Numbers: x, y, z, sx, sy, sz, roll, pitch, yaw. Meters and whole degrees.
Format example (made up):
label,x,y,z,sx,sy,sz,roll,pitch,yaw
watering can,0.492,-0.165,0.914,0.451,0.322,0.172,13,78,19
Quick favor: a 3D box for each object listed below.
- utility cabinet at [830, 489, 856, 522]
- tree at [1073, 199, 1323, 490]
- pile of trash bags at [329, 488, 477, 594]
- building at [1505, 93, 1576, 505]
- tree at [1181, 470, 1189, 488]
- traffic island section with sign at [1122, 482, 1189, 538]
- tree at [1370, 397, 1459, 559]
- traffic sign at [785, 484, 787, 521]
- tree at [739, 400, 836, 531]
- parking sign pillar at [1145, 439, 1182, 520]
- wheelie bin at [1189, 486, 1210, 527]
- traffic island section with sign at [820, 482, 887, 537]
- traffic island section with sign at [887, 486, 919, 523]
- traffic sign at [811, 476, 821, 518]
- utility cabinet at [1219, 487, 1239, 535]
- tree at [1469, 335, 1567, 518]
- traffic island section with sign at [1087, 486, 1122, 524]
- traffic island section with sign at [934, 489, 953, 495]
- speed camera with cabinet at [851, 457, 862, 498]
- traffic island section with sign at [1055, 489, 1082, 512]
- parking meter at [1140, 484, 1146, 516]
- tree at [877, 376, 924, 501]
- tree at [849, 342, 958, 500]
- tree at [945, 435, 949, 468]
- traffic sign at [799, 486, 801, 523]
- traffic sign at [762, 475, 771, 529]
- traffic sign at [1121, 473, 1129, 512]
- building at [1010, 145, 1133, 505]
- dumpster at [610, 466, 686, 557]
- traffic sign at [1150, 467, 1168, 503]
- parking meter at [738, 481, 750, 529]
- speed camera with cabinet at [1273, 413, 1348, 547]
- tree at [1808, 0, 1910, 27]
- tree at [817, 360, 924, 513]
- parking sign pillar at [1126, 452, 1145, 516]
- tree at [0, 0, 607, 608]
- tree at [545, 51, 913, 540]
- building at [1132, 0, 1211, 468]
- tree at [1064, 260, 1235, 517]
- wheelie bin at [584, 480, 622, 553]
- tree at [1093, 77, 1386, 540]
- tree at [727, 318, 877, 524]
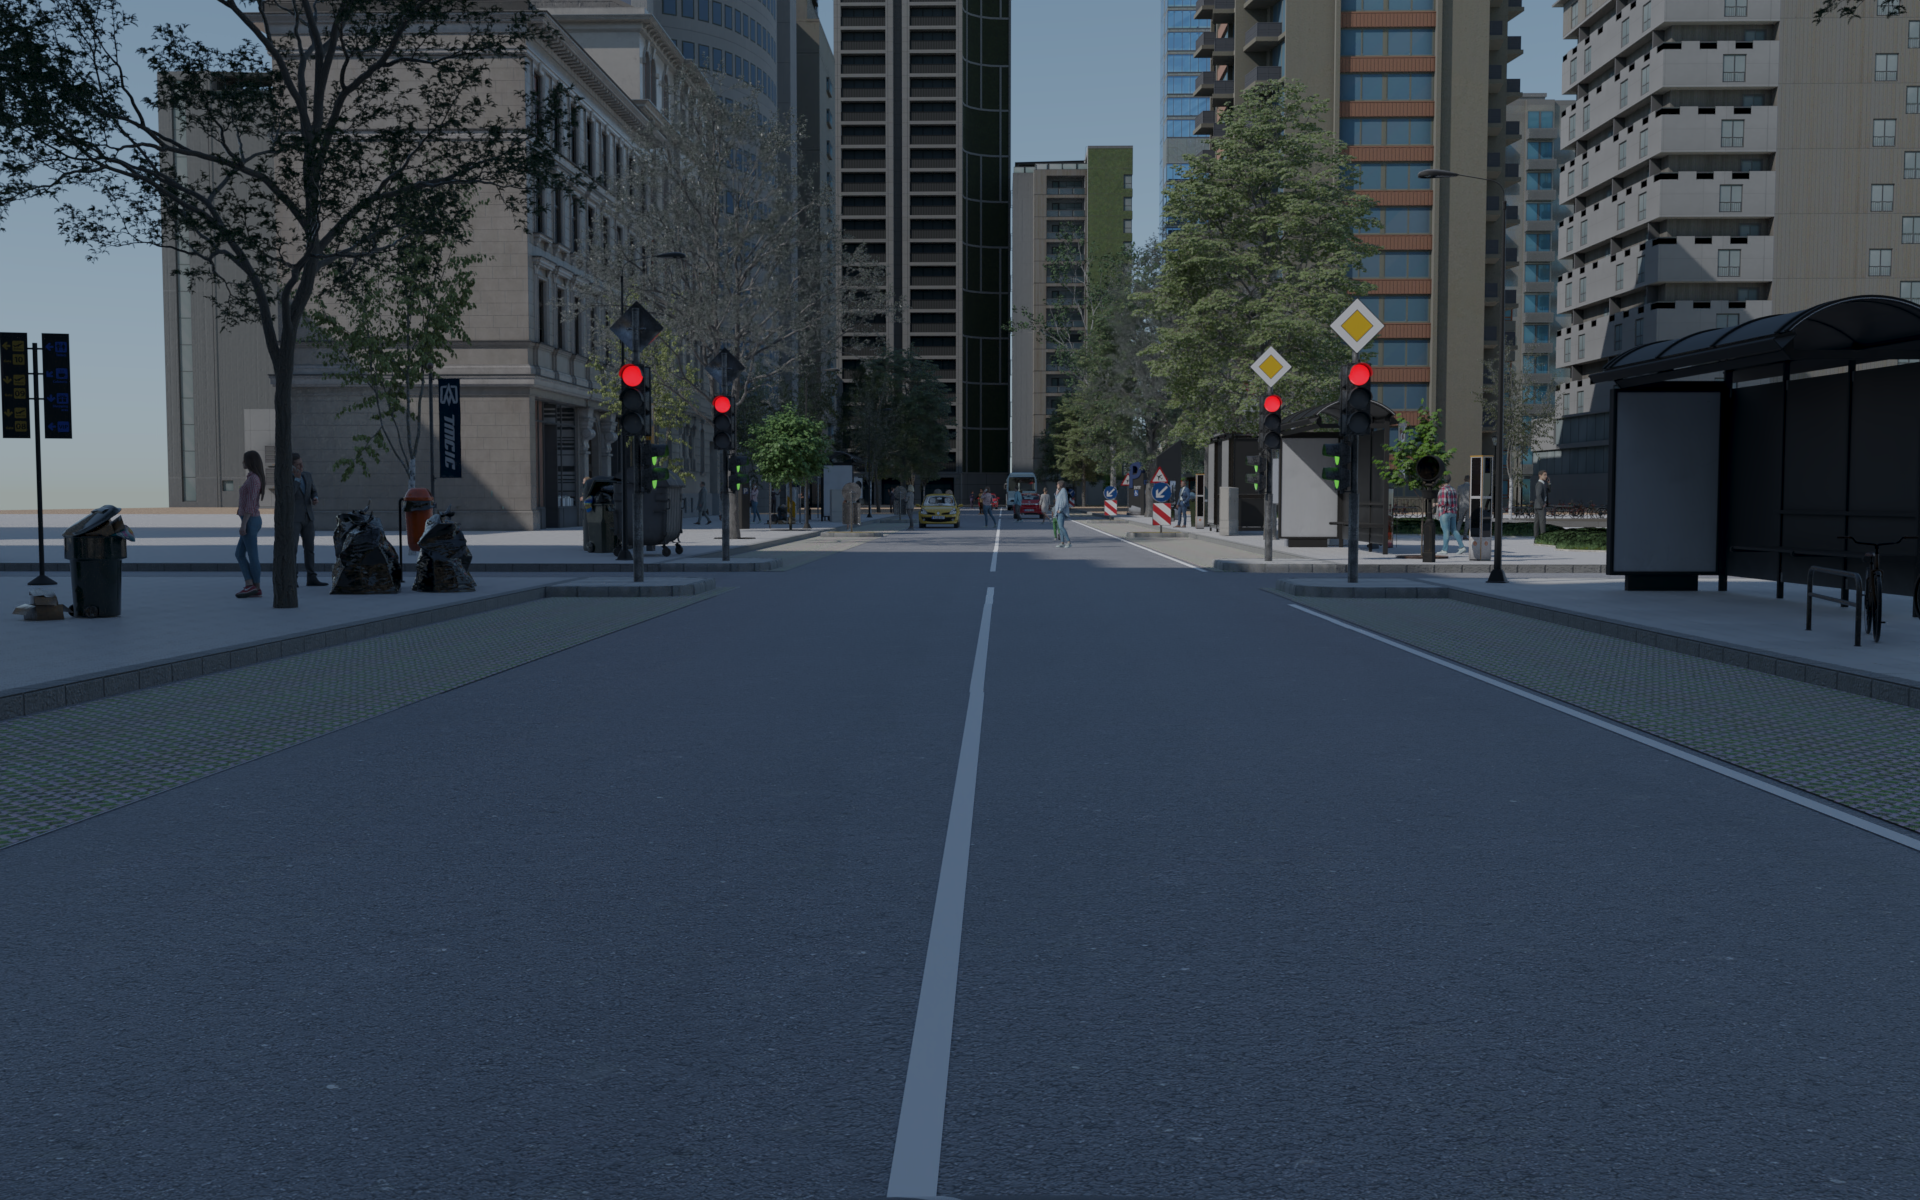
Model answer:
label,x,y,z,sx,sy,sz,roll,pitch,yaw
utility cabinet,-5.317,-4.283,78.699,1.173,1.500,0.318,-1,4,-22
tree,10.210,-9.819,70.909,12.009,13.543,11.850,0,3,0
pile of trash bags,-7.582,-0.859,23.803,1.912,1.369,3.447,-1,4,-13
building,66.696,-36.089,209.661,30.456,49.044,23.786,0,4,1
tree,13.161,-6.839,106.419,1.663,3.219,1.824,0,3,0
traffic island section with sign,6.534,-3.000,57.670,1.989,1.847,2.006,0,4,1
tree,9.283,-2.450,34.655,1.663,3.219,1.824,0,3,0
traffic sign,-7.657,-4.659,76.280,0.768,2.556,0.104,0,4,3
tree,-6.057,-4.724,60.946,4.285,4.588,4.351,0,3,0
parking sign pillar,10.193,-5.913,85.156,1.447,3.967,1.447,-1,4,-18
wheelie bin,9.332,-3.650,67.581,0.980,1.594,0.693,-2,4,-35
traffic island section with sign,-3.588,-3.016,57.932,1.989,1.847,2.006,0,4,1
traffic island section with sign,-2.895,-4.696,85.412,1.989,1.847,2.006,0,4,1
traffic sign,-7.513,-5.595,91.578,0.768,2.556,0.104,0,4,5
utility cabinet,8.305,-2.734,53.384,0.318,1.500,1.173,1,4,23
tree,26.005,-7.977,80.793,4.360,8.622,3.978,0,3,0
traffic island section with sign,7.201,-4.648,84.617,1.989,1.847,2.006,0,4,1
traffic island section with sign,-1.654,-7.754,135.402,1.989,1.847,2.006,0,4,1
speed camera with cabinet,-6.103,-6.022,92.789,0.660,3.252,2.038,3,4,39
traffic island section with sign,8.458,-7.717,134.802,1.989,1.847,2.006,0,4,1
parking meter,10.909,-5.940,102.837,0.255,1.863,0.399,2,4,32
tree,-5.289,-9.439,104.683,4.360,8.622,3.978,0,3,0
tree,-4.773,-14.507,143.839,9.857,13.997,8.962,0,3,0
tree,-3.295,-13.316,168.082,4.360,8.622,3.978,0,3,0
traffic sign,-7.137,-4.717,77.223,0.768,2.556,0.104,1,4,9
traffic sign,-7.075,-3.936,64.467,0.768,2.556,0.104,1,4,9
traffic sign,10.295,-6.493,106.161,0.884,2.594,0.081,1,4,8
building,13.101,-31.968,206.276,14.086,41.232,14.154,0,4,1
dumpster,-6.493,-1.853,36.056,1.264,1.857,1.865,0,4,2
traffic sign,9.436,-5.010,81.925,0.884,2.594,0.081,1,4,9
parking meter,-7.896,-3.527,63.377,0.399,1.863,0.255,-3,4,-38
speed camera with cabinet,8.741,-2.953,42.613,2.038,3.252,0.660,-1,4,-14
tree,8.071,-4.595,9.549,7.601,10.594,8.767,-3,5,-40
tree,-5.857,-11.228,117.994,7.601,10.594,8.767,1,4,17
parking sign pillar,10.744,-7.075,104.150,1.447,3.967,1.447,-3,4,-36
tree,-7.683,-5.167,18.900,8.767,10.594,7.601,0,4,6
tree,-6.591,-8.483,49.059,12.009,13.543,11.850,0,3,0
building,35.945,-54.759,207.974,31.000,86.520,22.319,0,4,1
tree,10.645,-11.551,95.522,9.857,13.997,8.962,0,3,0
wheelie bin,-7.726,-1.834,37.895,0.693,1.594,0.980,3,5,39
tree,8.330,-7.947,48.064,7.486,12.596,7.792,0,3,0
tree,-6.326,-7.269,69.213,4.360,8.622,3.978,0,3,0
